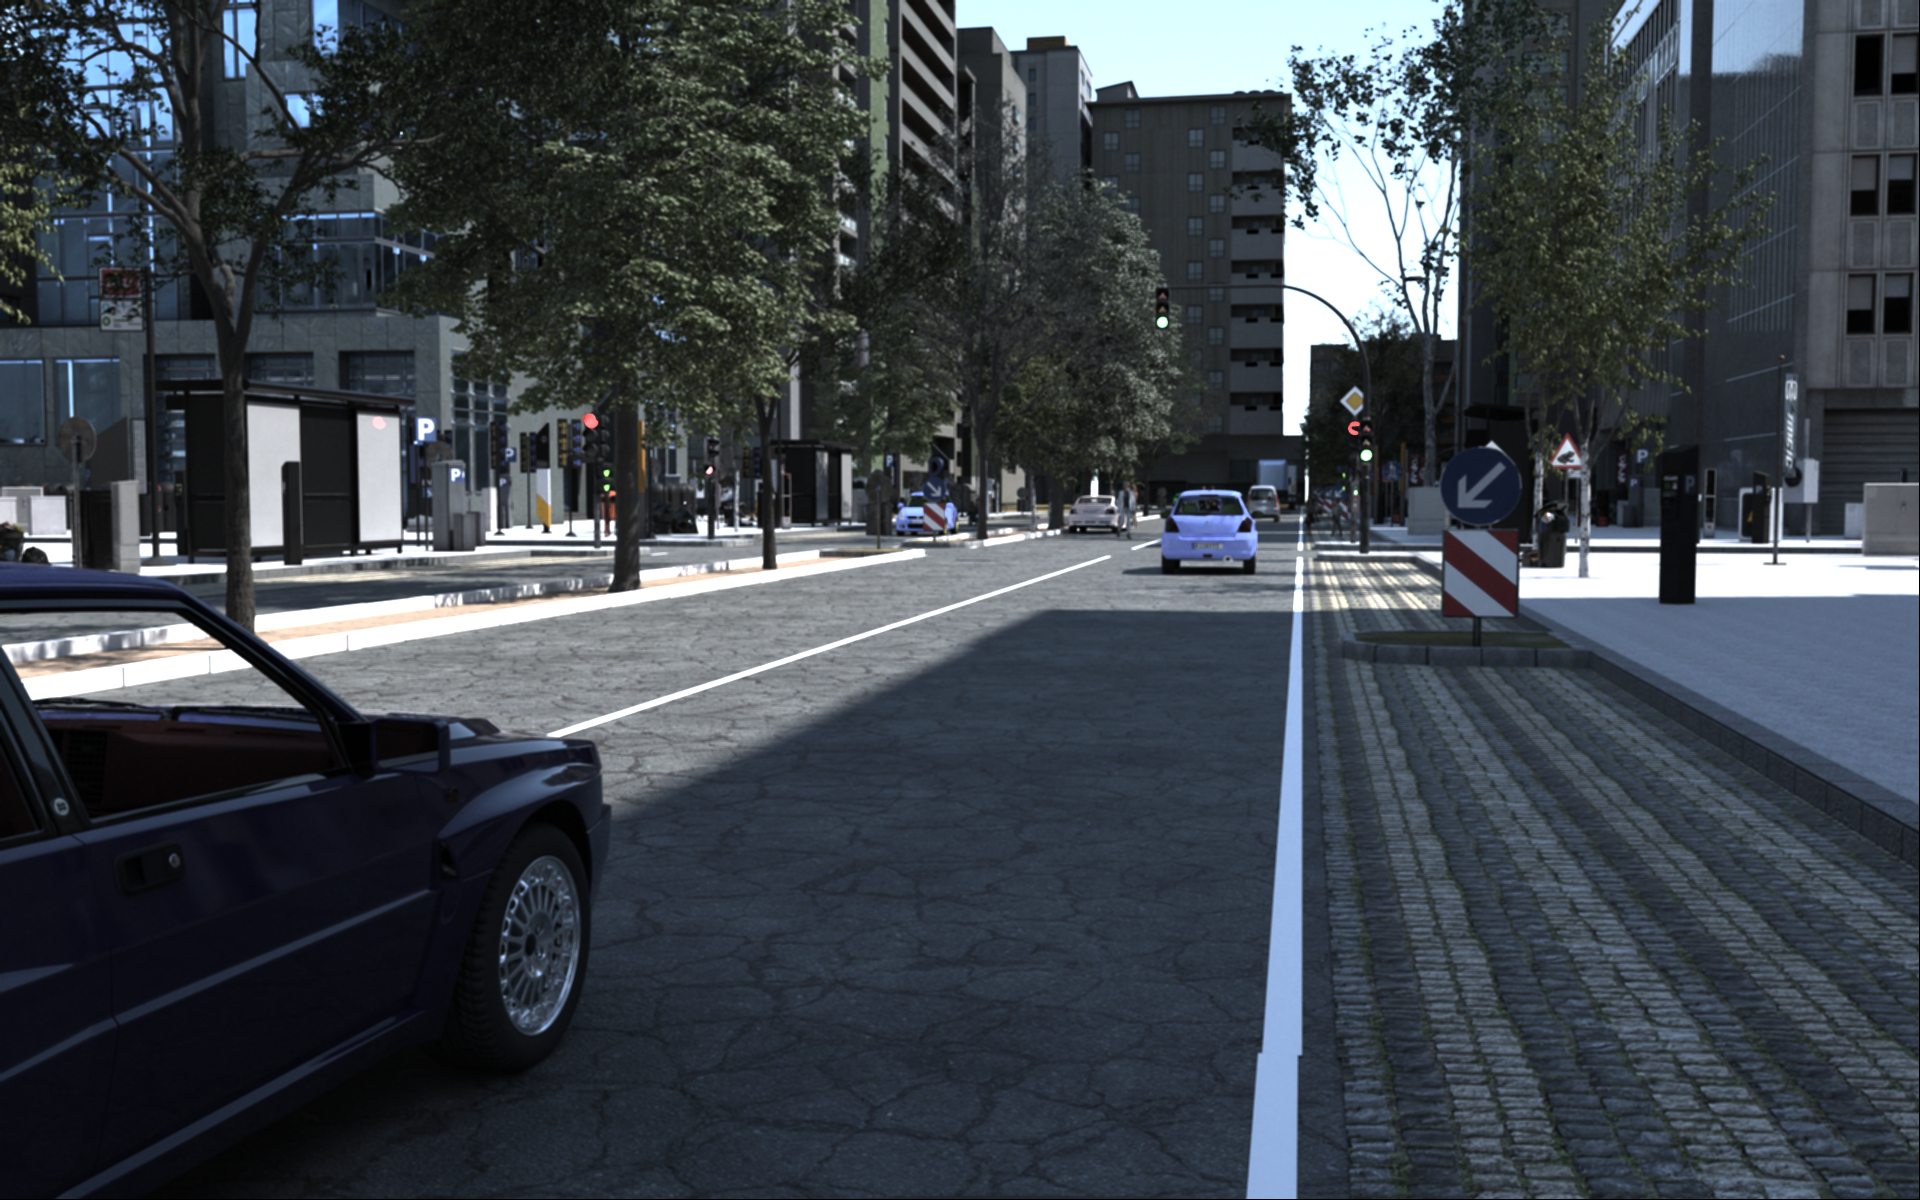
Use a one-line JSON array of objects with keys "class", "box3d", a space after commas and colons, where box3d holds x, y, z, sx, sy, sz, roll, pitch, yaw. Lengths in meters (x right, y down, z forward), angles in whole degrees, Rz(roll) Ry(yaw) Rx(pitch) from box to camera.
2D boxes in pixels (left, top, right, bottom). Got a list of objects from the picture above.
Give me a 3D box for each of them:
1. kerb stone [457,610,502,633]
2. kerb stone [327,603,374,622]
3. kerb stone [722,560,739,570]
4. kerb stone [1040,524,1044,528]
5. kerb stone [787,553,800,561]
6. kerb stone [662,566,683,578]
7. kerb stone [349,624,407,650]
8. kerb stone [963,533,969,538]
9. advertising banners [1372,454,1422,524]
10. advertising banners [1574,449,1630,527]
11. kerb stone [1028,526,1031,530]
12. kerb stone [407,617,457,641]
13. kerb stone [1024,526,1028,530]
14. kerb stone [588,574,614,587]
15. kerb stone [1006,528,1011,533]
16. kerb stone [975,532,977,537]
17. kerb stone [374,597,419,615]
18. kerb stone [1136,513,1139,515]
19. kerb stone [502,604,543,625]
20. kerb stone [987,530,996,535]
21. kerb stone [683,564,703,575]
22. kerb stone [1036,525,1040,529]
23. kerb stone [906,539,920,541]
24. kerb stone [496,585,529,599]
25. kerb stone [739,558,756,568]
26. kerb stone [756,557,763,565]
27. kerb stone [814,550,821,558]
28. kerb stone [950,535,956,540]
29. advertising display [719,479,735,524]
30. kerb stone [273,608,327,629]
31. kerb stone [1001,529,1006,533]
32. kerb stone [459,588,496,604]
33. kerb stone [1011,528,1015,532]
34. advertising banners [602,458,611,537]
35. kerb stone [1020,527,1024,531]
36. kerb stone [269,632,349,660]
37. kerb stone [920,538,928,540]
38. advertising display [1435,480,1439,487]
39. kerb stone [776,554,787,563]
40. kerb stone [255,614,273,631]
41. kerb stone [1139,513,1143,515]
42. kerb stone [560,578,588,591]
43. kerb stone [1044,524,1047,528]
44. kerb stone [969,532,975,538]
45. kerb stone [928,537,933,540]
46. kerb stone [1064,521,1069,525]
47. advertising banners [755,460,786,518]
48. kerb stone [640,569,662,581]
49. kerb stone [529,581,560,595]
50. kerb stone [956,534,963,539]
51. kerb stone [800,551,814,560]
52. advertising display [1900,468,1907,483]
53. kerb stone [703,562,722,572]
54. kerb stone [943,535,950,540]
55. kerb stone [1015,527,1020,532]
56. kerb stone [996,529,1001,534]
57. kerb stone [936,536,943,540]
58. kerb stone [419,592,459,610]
[{"class": "kerb stone", "box3d": [-5.165, 0.238, 18.367, 0.120, 0.150, 1.000, 1, 4, 11]}, {"class": "kerb stone", "box3d": [-7.033, 0.148, 19.772, 0.120, 0.150, 1.000, 1, 4, 11]}, {"class": "kerb stone", "box3d": [-4.448, -0.651, 32.832, 0.120, 0.150, 1.000, 1, 4, 11]}, {"class": "kerb stone", "box3d": [3.223, -3.017, 71.624, 0.120, 0.150, 1.000, 1, 4, 11]}, {"class": "kerb stone", "box3d": [-3.651, -0.896, 36.847, 0.120, 0.150, 1.000, 1, 4, 11]}, {"class": "kerb stone", "box3d": [-5.046, -0.462, 29.818, 0.120, 0.150, 1.000, 1, 4, 11]}, {"class": "kerb stone", "box3d": [-5.555, 0.357, 16.357, 0.120, 0.150, 1.000, 1, 4, 11]}, {"class": "kerb stone", "box3d": [0.047, -2.038, 55.556, 0.120, 0.150, 1.000, 1, 4, 11]}, {"class": "advertising banners", "box3d": [18.979, -4.837, 75.279, 2.074, 3.025, 0.090, 1, 4, 15]}, {"class": "advertising banners", "box3d": [25.193, -4.389, 67.946, 2.074, 3.025, 0.090, 0, 4, 7]}, {"class": "kerb stone", "box3d": [2.627, -2.839, 68.615, 0.120, 0.150, 1.000, 1, 4, 11]}, {"class": "kerb stone", "box3d": [-5.361, 0.295, 17.364, 0.120, 0.150, 1.000, 1, 4, 11]}, {"class": "kerb stone", "box3d": [2.433, -2.778, 67.611, 0.120, 0.150, 1.000, 1, 4, 11]}, {"class": "kerb stone", "box3d": [-5.638, -0.275, 26.807, 0.120, 0.150, 1.000, 1, 4, 11]}, {"class": "kerb stone", "box3d": [1.641, -2.532, 63.591, 0.120, 0.150, 1.000, 1, 4, 11]}, {"class": "kerb stone", "box3d": [0.439, -2.163, 57.563, 0.120, 0.150, 1.000, 1, 4, 11]}, {"class": "kerb stone", "box3d": [-6.828, 0.093, 20.775, 0.120, 0.150, 1.000, 1, 4, 11]}, {"class": "kerb stone", "box3d": [11.371, -5.542, 112.855, 0.120, 0.150, 1.000, 1, 4, 11]}, {"class": "kerb stone", "box3d": [-4.963, 0.173, 19.369, 0.120, 0.150, 1.000, 1, 4, 11]}, {"class": "kerb stone", "box3d": [1.039, -2.347, 60.574, 0.120, 0.150, 1.000, 1, 4, 11]}, {"class": "kerb stone", "box3d": [-4.846, -0.527, 30.823, 0.120, 0.150, 1.000, 1, 4, 11]}, {"class": "kerb stone", "box3d": [3.023, -2.962, 70.621, 0.120, 0.150, 1.000, 1, 4, 11]}, {"class": "kerb stone", "box3d": [-1.350, -1.606, 48.501, 0.120, 0.150, 1.000, 1, 4, 11]}, {"class": "kerb stone", "box3d": [-6.233, -0.098, 23.797, 0.120, 0.150, 1.000, 1, 4, 11]}, {"class": "kerb stone", "box3d": [-4.246, -0.706, 33.834, 0.120, 0.150, 1.000, 1, 4, 11]}, {"class": "kerb stone", "box3d": [-4.050, -0.767, 34.840, 0.120, 0.150, 1.000, 1, 4, 11]}, {"class": "kerb stone", "box3d": [-3.252, -1.015, 38.856, 0.120, 0.150, 1.000, 1, 4, 11]}, {"class": "kerb stone", "box3d": [-0.347, -1.912, 53.540, 0.120, 0.150, 1.000, 1, 4, 11]}, {"class": "advertising display", "box3d": [-9.966, -4.221, 74.221, 0.974, 1.923, 0.123, 3, 5, 45]}, {"class": "kerb stone", "box3d": [-7.223, 0.211, 18.761, 0.120, 0.150, 1.000, 1, 4, 11]}, {"class": "kerb stone", "box3d": [1.431, -2.470, 62.581, 0.120, 0.150, 1.000, 1, 4, 11]}, {"class": "kerb stone", "box3d": [-6.429, -0.037, 22.794, 0.120, 0.150, 1.000, 1, 4, 11]}, {"class": "kerb stone", "box3d": [1.832, -2.587, 64.596, 0.120, 0.150, 1.000, 1, 4, 11]}, {"class": "advertising banners", "box3d": [-10.495, -3.373, 51.339, 0.090, 3.025, 2.074, 0, 4, -6]}, {"class": "kerb stone", "box3d": [2.230, -2.713, 66.608, 0.120, 0.150, 1.000, 1, 4, 11]}, {"class": "kerb stone", "box3d": [-5.769, 0.418, 15.357, 0.120, 0.150, 1.000, 1, 4, 11]}, {"class": "kerb stone", "box3d": [-1.150, -1.671, 49.517, 0.120, 0.150, 1.000, 1, 4, 11]}, {"class": "advertising display", "box3d": [21.459, -4.451, 77.984, 0.974, 1.923, 0.123, 1, 4, 10]}, {"class": "kerb stone", "box3d": [-3.847, -0.829, 35.844, 0.120, 0.150, 1.000, 1, 4, 11]}, {"class": "kerb stone", "box3d": [-7.422, 0.271, 17.758, 0.120, 0.150, 1.000, 1, 4, 11]}, {"class": "kerb stone", "box3d": [12.175, -5.788, 116.880, 0.120, 0.150, 1.000, 1, 4, 11]}, {"class": "kerb stone", "box3d": [-5.833, -0.221, 25.802, 0.120, 0.150, 1.000, 1, 4, 11]}, {"class": "kerb stone", "box3d": [3.428, -3.084, 72.630, 0.120, 0.150, 1.000, 1, 4, 11]}, {"class": "kerb stone", "box3d": [0.247, -2.100, 56.559, 0.120, 0.150, 1.000, 1, 4, 11]}, {"class": "kerb stone", "box3d": [-0.951, -1.727, 50.520, 0.120, 0.150, 1.000, 1, 4, 11]}, {"class": "kerb stone", "box3d": [5.010, -3.578, 80.688, 0.120, 0.150, 1.000, 1, 4, 11]}, {"class": "advertising banners", "box3d": [-9.669, -5.666, 88.833, 2.074, 3.025, 0.090, 2, 4, 33]}, {"class": "kerb stone", "box3d": [-5.240, -0.405, 28.811, 0.120, 0.150, 1.000, 1, 4, 11]}, {"class": "kerb stone", "box3d": [-6.032, -0.156, 24.799, 0.120, 0.150, 1.000, 1, 4, 11]}, {"class": "kerb stone", "box3d": [-0.146, -1.979, 54.549, 0.120, 0.150, 1.000, 1, 4, 11]}, {"class": "kerb stone", "box3d": [-3.452, -0.957, 37.854, 0.120, 0.150, 1.000, 1, 4, 11]}, {"class": "advertising display", "box3d": [23.712, -2.346, 43.566, 0.123, 1.923, 0.974, 2, 4, 26]}, {"class": "kerb stone", "box3d": [-4.641, -0.587, 31.828, 0.120, 0.150, 1.000, 1, 4, 11]}, {"class": "kerb stone", "box3d": [-0.553, -1.855, 52.529, 0.120, 0.150, 1.000, 1, 4, 11]}, {"class": "kerb stone", "box3d": [2.027, -2.655, 65.599, 0.120, 0.150, 1.000, 1, 4, 11]}, {"class": "kerb stone", "box3d": [1.237, -2.402, 61.577, 0.120, 0.150, 1.000, 1, 4, 11]}, {"class": "kerb stone", "box3d": [-0.751, -1.794, 51.524, 0.120, 0.150, 1.000, 1, 4, 11]}, {"class": "kerb stone", "box3d": [-6.633, 0.025, 21.793, 0.120, 0.150, 1.000, 1, 4, 11]}]
